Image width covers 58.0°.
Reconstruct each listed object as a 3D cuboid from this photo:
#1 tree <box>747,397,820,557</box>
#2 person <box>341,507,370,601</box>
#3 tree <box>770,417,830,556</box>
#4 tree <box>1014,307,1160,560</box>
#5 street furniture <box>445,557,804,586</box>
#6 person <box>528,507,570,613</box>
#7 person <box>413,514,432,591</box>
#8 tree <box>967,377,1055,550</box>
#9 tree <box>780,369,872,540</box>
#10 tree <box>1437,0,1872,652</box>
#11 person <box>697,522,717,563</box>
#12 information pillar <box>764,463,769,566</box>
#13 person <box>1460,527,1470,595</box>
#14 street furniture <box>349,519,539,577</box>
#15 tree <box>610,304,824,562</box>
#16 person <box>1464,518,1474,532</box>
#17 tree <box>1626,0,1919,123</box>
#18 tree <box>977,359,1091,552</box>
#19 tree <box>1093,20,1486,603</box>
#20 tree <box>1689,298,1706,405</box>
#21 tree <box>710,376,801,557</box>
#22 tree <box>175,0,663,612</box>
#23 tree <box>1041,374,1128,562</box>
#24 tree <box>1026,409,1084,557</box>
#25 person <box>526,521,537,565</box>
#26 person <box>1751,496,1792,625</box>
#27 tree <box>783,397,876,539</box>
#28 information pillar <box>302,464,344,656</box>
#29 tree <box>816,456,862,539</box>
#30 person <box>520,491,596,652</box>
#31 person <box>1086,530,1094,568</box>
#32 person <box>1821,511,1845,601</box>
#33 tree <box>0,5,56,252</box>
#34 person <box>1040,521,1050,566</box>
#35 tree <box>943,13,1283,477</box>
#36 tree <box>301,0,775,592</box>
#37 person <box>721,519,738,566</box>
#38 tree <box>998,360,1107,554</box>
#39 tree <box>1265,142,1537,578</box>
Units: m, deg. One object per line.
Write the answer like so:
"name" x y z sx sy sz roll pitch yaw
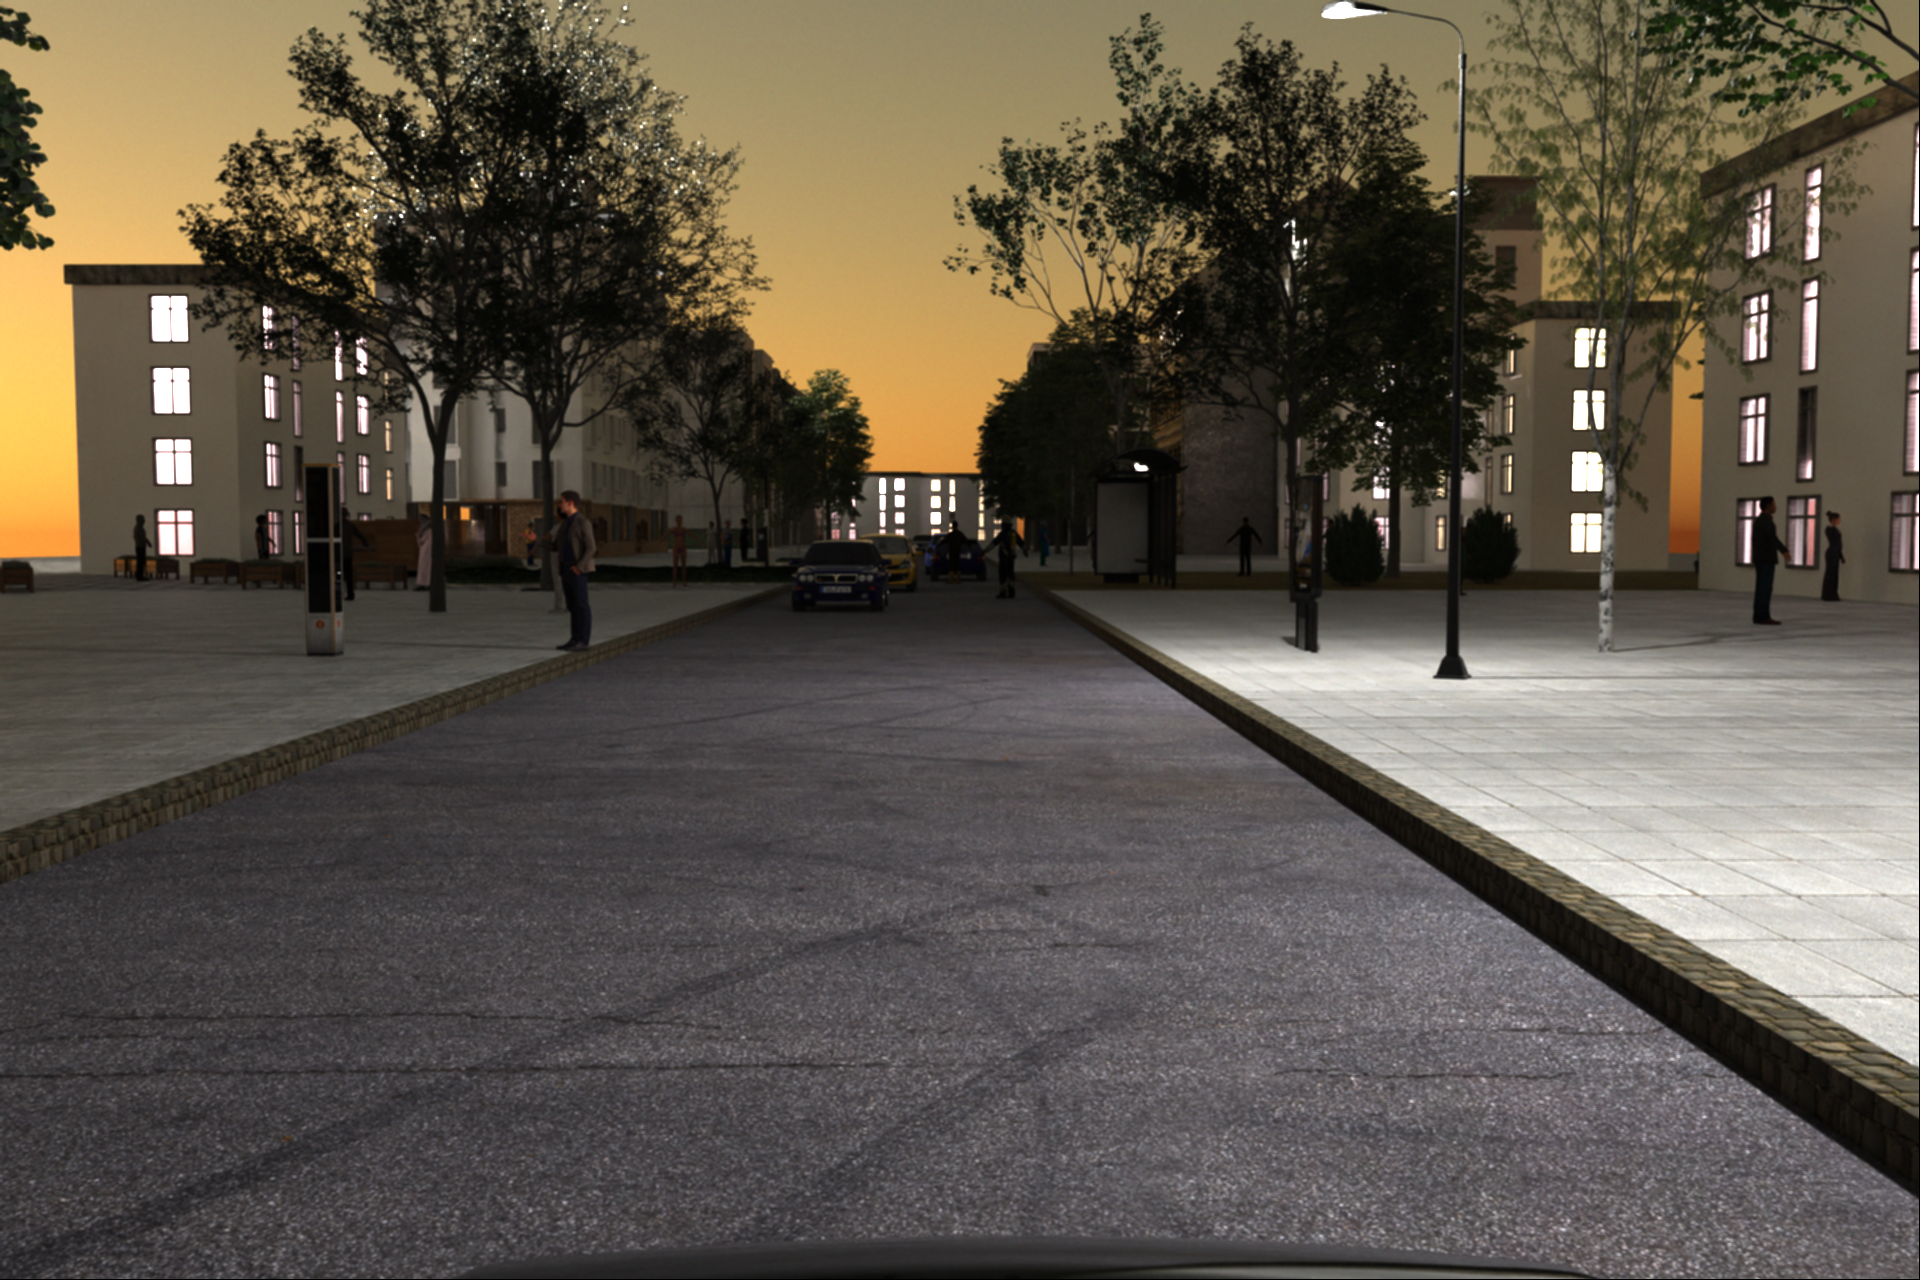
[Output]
"tree" -8.972 -8.704 92.679 4.360 8.622 3.978 0 3 0
"person" -11.919 -1.666 33.423 0.705 1.807 1.348 2 4 34
"tree" -9.606 -9.325 102.819 4.360 8.622 3.978 0 3 0
"tree" 6.179 -10.340 87.189 7.486 12.596 7.792 0 3 0
"street furniture" -8.302 -1.864 46.096 10.072 0.657 5.734 0 4 -6
"person" -6.555 -1.316 28.288 0.721 1.739 1.217 2 4 34
"person" -12.078 -1.982 39.118 0.621 1.740 0.551 -2 4 -25
"tree" 5.172 -14.041 136.225 9.857 13.997 8.962 0 3 0
"tree" -9.388 -12.299 119.218 7.486 12.596 7.792 0 3 0
"tree" 6.793 -4.175 18.616 4.360 8.622 3.978 0 3 0
"person" -10.595 -4.131 73.730 1.347 1.806 0.705 2 4 28
"information pillar" -6.322 -3.998 56.723 0.183 3.616 0.504 0 4 1
"person" 10.551 -1.659 36.336 0.599 1.438 0.989 2 4 29
"street furniture" -16.535 -2.947 55.045 9.812 1.723 11.010 0 4 1
"tree" -9.680 -8.273 69.677 8.767 10.594 7.601 -1 4 -14
"person" 18.068 -3.400 61.366 0.705 1.858 1.354 -3 5 -41
"tree" 6.879 -5.112 9.336 9.928 11.665 9.643 0 3 0
"tree" 5.518 -13.297 124.057 9.857 13.997 8.962 0 3 0
"tree" 5.991 -5.983 32.231 7.601 10.594 8.767 0 4 -1
"tree" 25.391 -8.160 51.544 7.486 12.596 7.792 0 3 0
"tree" -9.477 -7.843 78.593 4.737 8.622 4.395 0 3 0
"tree" -8.680 -5.723 27.982 8.767 10.594 7.601 0 4 3
"tree" 6.016 -7.885 79.289 4.360 8.622 3.978 0 3 0
"tree" 6.416 -9.074 98.718 4.360 8.622 3.978 0 3 0
"person" -17.678 -4.003 71.422 0.705 1.833 1.349 -2 4 -32
"person" 11.488 -1.136 24.640 0.705 1.821 1.348 0 4 8
"tree" -9.914 -12.491 129.982 9.928 11.665 9.643 0 3 0
"information pillar" -6.704 -0.841 18.241 0.304 2.012 0.304 0 4 -1
"tree" -10.120 -11.931 145.430 4.737 8.622 4.395 0 3 0
"person" -4.408 -0.761 19.019 0.750 1.759 0.617 -2 4 -24
"person" 5.122 -3.493 63.827 1.216 1.740 0.721 -2 4 -34
"person" 16.660 -1.595 32.925 0.445 1.727 0.742 1 4 12
"tree" -8.607 -6.277 9.279 9.857 13.997 8.962 0 3 0
"person" 3.350 -3.829 68.734 0.704 1.817 1.347 -1 4 -9
"tree" 5.727 -12.844 65.892 12.611 20.169 13.585 0 3 0
"tree" -9.239 -7.844 38.623 12.009 13.543 11.850 0 3 0
"person" -8.411 -3.492 62.950 0.705 1.847 1.347 1 4 18
"tree" 5.906 -11.830 111.539 7.486 12.596 7.792 0 3 0
"tree" 12.757 -8.112 50.757 7.486 12.596 7.792 0 3 0
